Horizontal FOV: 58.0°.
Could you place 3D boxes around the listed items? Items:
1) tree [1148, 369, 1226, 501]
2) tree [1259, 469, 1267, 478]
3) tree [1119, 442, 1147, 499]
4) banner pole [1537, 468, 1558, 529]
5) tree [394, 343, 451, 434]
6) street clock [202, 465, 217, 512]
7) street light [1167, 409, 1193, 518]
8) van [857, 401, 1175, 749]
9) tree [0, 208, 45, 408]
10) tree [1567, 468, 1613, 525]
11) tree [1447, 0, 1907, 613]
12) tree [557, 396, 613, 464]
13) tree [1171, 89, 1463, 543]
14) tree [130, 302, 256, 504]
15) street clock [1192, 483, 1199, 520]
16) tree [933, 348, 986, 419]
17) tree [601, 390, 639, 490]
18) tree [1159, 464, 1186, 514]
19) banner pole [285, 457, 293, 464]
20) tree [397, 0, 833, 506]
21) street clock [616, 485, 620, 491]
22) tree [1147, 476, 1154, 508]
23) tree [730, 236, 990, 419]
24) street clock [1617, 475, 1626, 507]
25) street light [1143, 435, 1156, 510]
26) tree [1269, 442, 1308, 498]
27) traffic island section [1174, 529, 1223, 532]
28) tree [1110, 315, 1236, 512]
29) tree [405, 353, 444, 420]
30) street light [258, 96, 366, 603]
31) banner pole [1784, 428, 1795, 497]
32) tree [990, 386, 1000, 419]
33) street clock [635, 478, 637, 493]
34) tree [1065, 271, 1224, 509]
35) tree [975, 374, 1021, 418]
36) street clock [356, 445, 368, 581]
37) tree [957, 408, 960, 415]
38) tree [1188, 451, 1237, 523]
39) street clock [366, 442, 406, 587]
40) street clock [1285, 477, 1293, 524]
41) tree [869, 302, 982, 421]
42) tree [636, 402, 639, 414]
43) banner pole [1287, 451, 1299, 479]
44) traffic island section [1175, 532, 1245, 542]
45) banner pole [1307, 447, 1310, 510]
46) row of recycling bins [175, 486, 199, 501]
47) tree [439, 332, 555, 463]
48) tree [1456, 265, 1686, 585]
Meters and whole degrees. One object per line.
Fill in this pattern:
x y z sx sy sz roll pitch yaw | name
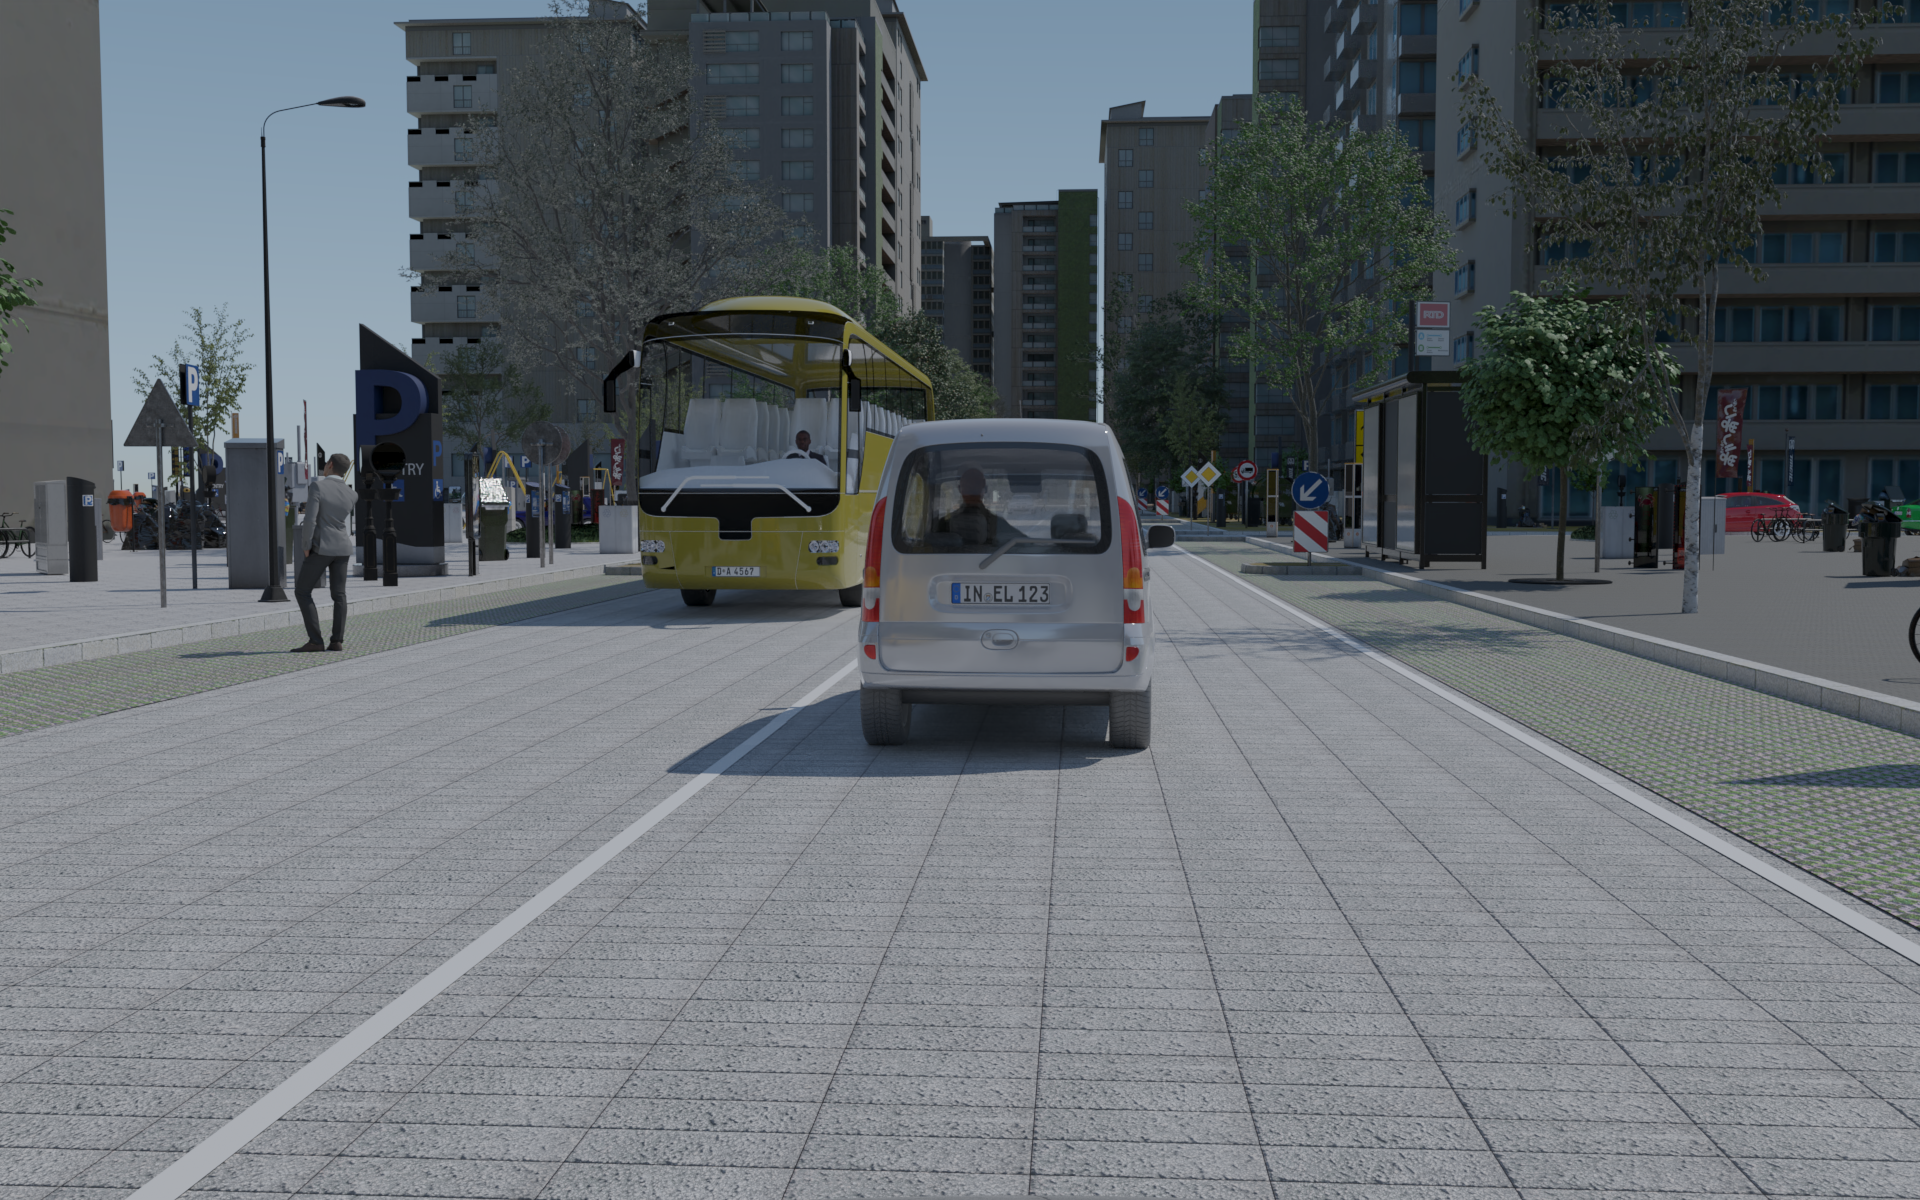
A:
13.439 -9.259 101.743 4.737 8.622 4.395 0 3 0 | tree
23.087 -8.305 130.392 1.663 3.219 1.824 0 3 0 | tree
18.825 -14.274 183.747 4.737 8.622 4.395 0 3 0 | tree
21.630 -4.511 63.769 0.401 3.779 0.863 -3 5 -44 | banner pole
-26.546 -8.161 83.793 4.737 8.622 4.395 0 3 0 | tree
-18.913 -2.391 43.670 0.358 2.002 0.471 -3 4 -38 | street clock
11.963 -7.443 94.240 1.470 5.913 1.316 0 4 4 | street light
0.394 -0.255 11.177 2.013 2.044 4.112 0 4 5 | van
-9.379 -1.877 14.396 4.285 4.588 4.351 0 3 0 | tree
23.309 -4.222 63.631 1.663 3.219 1.824 0 3 0 | tree
7.731 -4.175 18.619 4.360 8.622 3.978 0 3 0 | tree
-28.027 -10.922 128.944 4.360 8.622 3.978 0 3 0 | tree
9.204 -7.327 45.558 9.928 11.665 9.643 0 3 0 | tree
-28.861 -7.070 65.951 4.737 8.622 4.395 0 3 0 | tree
11.531 -4.911 84.870 0.358 2.002 0.471 1 4 15 | street clock
-1.077 -13.222 134.310 7.486 12.596 7.792 0 3 0 | tree
-21.390 -10.091 115.355 4.737 8.622 4.395 0 3 0 | tree
14.058 -7.068 110.163 1.663 3.219 1.824 0 3 0 | tree
-39.928 -6.890 102.664 0.863 3.779 0.401 0 4 0 | banner pole
-8.125 -8.047 41.945 12.009 13.543 11.850 0 3 0 | tree
-24.653 -7.318 124.223 0.358 2.002 0.471 2 4 29 | street clock
18.377 -10.460 165.625 1.663 3.219 1.824 0 3 0 | tree
-5.760 -8.741 68.665 9.928 11.665 9.643 0 3 0 | tree
25.194 -3.756 65.982 0.358 2.002 0.471 1 4 10 | street clock
14.699 -9.990 135.879 1.470 5.913 1.316 0 4 4 | street light
21.241 -7.729 110.087 4.285 4.588 4.351 0 3 0 | tree
8.180 -2.375 61.116 2.009 0.180 2.903 0 4 4 | traffic island section
15.076 -13.213 122.680 9.857 13.997 8.962 0 3 0 | tree
-28.439 -8.498 89.305 4.360 8.622 3.978 0 3 0 | tree
-7.630 -2.928 20.407 1.470 5.913 1.316 0 4 4 | street light
31.575 -4.646 65.987 0.863 3.779 0.401 -3 4 -37 | banner pole
0.034 -13.306 143.304 9.928 11.665 9.643 0 3 0 | tree
-13.301 -4.132 72.133 0.471 2.002 0.358 0 4 -1 | street clock
15.737 -17.865 147.974 12.611 20.169 13.585 0 3 0 | tree
1.740 -16.263 176.262 12.009 13.543 11.850 0 3 0 | tree
-8.738 -1.287 25.615 0.358 2.002 0.471 -2 4 -24 | street clock
3.375 -16.058 196.961 8.767 10.594 7.601 0 4 -3 | tree
11.407 -5.064 77.402 1.663 3.219 1.824 0 3 0 | tree
-7.928 -1.191 24.046 0.471 2.002 0.358 -2 4 -24 | street clock
14.101 -4.277 74.503 0.471 2.002 0.358 3 4 38 | street clock
-3.262 -11.433 103.933 9.611 12.733 9.660 0 3 0 | tree
-15.673 -8.799 94.220 4.360 8.622 3.978 0 3 0 | tree
19.358 -6.760 100.545 0.863 3.779 0.401 1 4 15 | banner pole
7.632 -1.888 53.150 2.009 0.180 2.903 0 4 4 | traffic island section
16.803 -5.704 83.278 0.401 3.779 0.863 0 4 3 | banner pole
-38.009 -4.953 88.093 3.534 1.692 1.069 -1 4 -14 | row of recycling bins
-26.919 -10.071 99.065 8.767 10.594 7.601 1 4 9 | tree
8.678 -2.521 24.934 4.285 4.588 4.351 0 3 0 | tree
